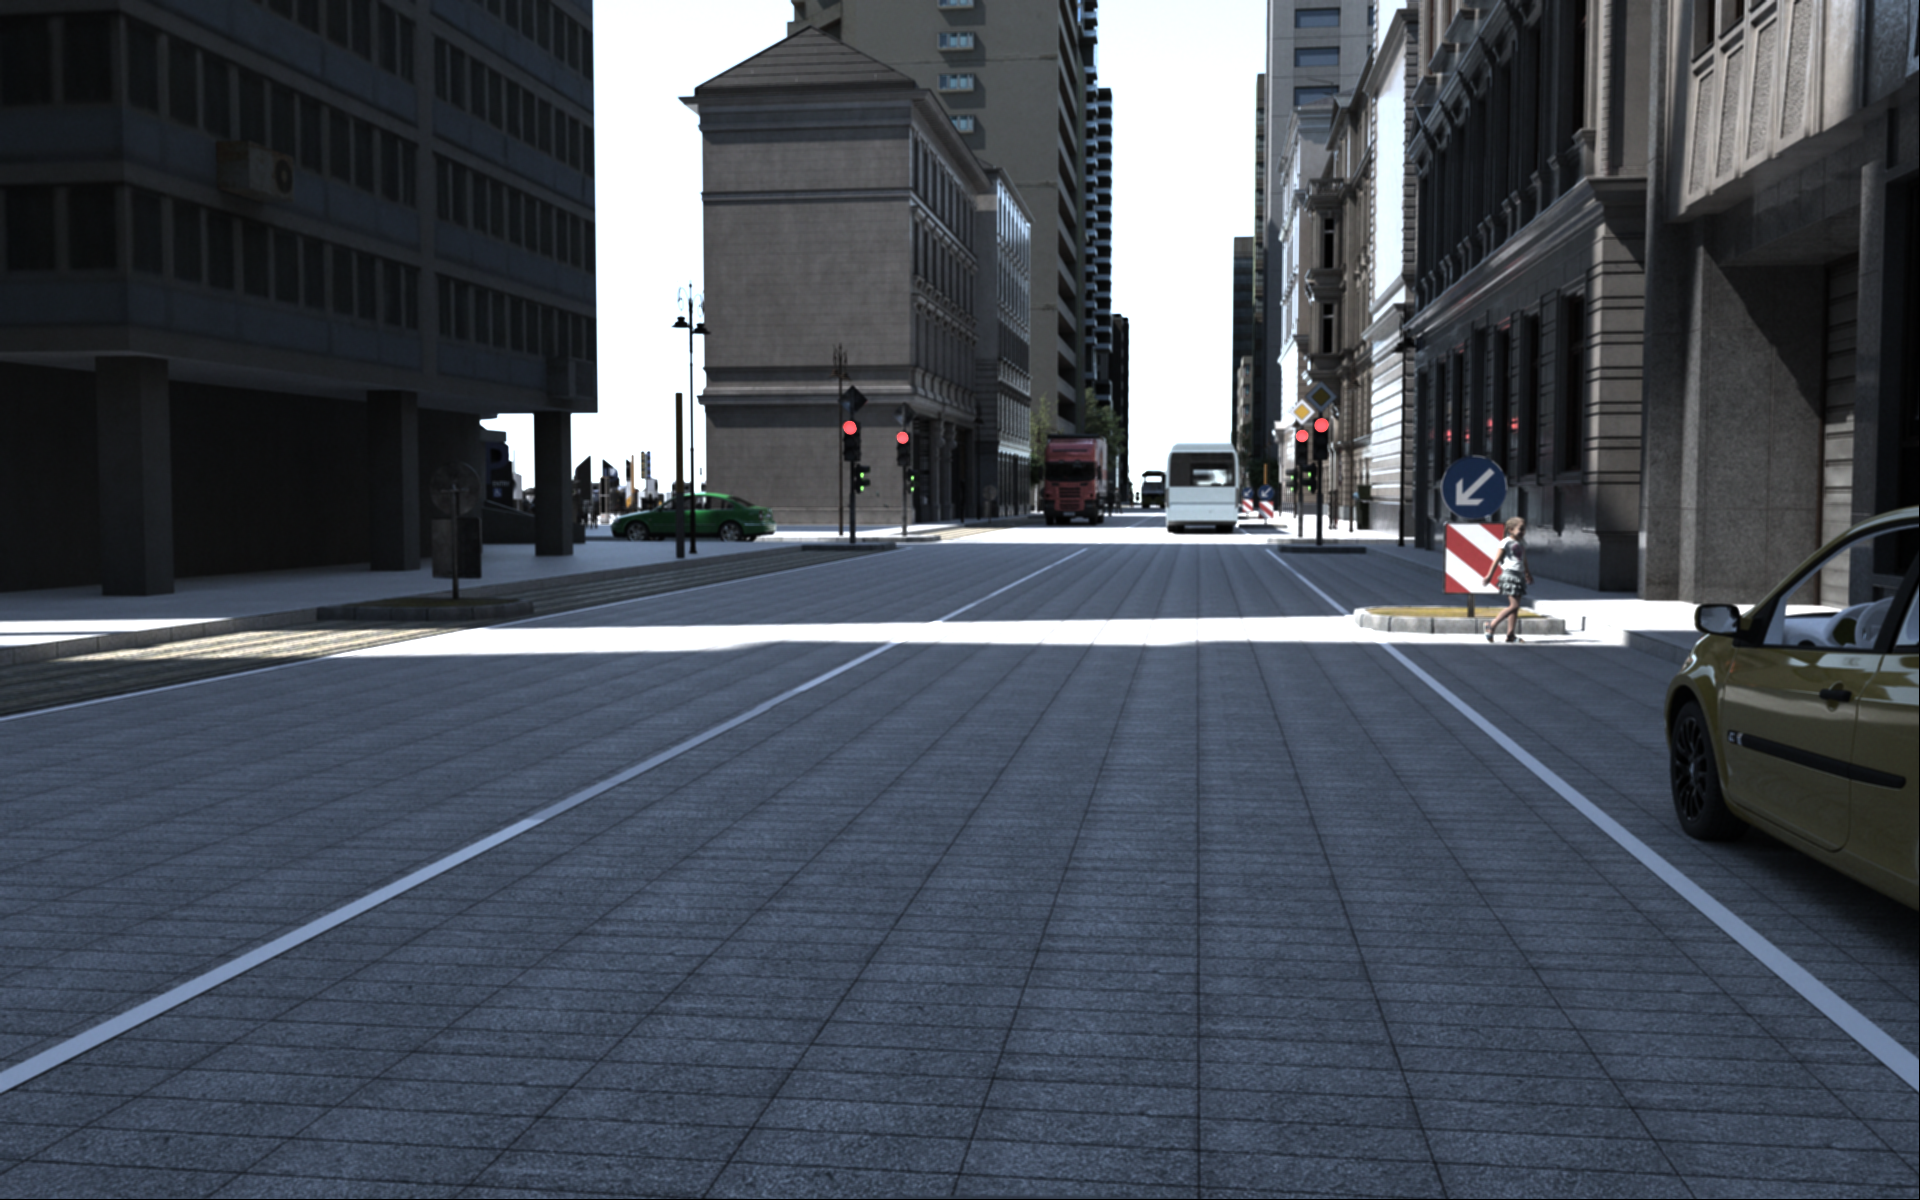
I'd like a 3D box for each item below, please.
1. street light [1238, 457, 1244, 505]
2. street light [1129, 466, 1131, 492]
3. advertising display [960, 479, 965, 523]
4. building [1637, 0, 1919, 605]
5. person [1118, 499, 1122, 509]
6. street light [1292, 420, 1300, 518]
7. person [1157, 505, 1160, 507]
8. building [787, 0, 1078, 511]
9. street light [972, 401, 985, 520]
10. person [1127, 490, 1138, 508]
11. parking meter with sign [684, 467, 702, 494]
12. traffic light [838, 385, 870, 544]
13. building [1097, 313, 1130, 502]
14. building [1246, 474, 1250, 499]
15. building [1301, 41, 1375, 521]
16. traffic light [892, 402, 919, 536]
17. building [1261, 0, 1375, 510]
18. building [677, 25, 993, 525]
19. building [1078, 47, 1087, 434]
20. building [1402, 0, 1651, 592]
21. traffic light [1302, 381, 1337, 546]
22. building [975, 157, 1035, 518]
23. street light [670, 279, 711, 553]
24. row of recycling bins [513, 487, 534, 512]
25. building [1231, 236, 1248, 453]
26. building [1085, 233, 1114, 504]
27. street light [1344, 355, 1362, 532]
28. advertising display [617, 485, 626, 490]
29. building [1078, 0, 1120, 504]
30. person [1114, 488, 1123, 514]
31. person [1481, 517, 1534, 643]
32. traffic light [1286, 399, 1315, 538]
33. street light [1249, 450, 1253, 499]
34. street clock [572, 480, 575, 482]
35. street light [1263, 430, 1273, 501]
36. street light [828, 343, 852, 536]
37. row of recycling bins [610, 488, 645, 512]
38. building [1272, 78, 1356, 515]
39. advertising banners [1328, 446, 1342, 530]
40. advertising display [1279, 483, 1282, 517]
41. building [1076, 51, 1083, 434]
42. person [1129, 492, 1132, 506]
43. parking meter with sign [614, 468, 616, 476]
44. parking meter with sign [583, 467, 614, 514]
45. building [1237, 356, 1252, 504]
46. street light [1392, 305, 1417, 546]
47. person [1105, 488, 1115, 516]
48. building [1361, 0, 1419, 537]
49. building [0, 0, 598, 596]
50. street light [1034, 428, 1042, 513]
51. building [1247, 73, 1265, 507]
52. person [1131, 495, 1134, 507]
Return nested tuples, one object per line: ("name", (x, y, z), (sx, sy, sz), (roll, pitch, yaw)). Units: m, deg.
("street light", (32.580, -13.921, 200.390), (0.468, 5.910, 1.993), (0, 4, 8))
("street light", (27.292, -18.710, 278.691), (0.468, 5.910, 1.993), (0, 4, 8))
("advertising display", (0.101, -4.366, 76.597), (0.123, 1.923, 0.974), (0, 4, -5))
("building", (12.866, -11.726, 9.741), (12.078, 24.808, 19.932), (0, 4, 8))
("person", (15.466, -9.566, 168.169), (0.557, 1.426, 1.065), (3, 4, 36))
("street light", (17.632, -7.231, 91.013), (0.468, 5.910, 1.993), (0, 4, 8))
("person", (22.618, -11.495, 197.153), (1.217, 1.736, 0.721), (0, 4, -8))
("building", (-1.971, -31.501, 138.736), (21.300, 48.544, 21.600), (0, 4, 8))
("street light", (0.934, -6.939, 86.245), (0.468, 5.910, 1.993), (0, 4, 8))
("person", (17.939, -10.529, 180.654), (1.348, 1.824, 0.705), (2, 4, 34))
("parking meter with sign", (-17.444, -7.029, 111.191), (1.738, 3.016, 0.543), (0, 4, 1))
("traffic light", (-2.759, -3.411, 44.690), (0.839, 4.253, 0.868), (0, 4, 8))
("building", (19.350, -30.656, 272.930), (14.160, 30.474, 14.107), (0, 4, 8))
("building", (41.972, -45.834, 187.643), (20.563, 71.187, 20.611), (0, 4, 8))
("building", (24.556, -16.349, 86.394), (14.460, 24.649, 34.723), (0, 4, 8))
("traffic light", (-1.673, -3.895, 52.601), (0.839, 4.253, 0.868), (0, 4, 8))
("building", (36.824, -37.128, 149.035), (21.231, 58.520, 28.212), (0, 4, 8))
("building", (-6.204, -13.575, 72.861), (10.553, 20.767, 40.483), (0, 4, 8))
("building", (4.982, -31.804, 170.108), (14.600, 45.320, 14.200), (0, 4, 8))
("building", (14.639, -11.921, 31.071), (11.583, 22.565, 21.152), (0, 4, 8))
("traffic light", (8.945, -3.314, 43.106), (0.839, 4.253, 0.868), (0, 4, 8))
("building", (-1.334, -15.451, 101.782), (9.793, 20.994, 18.267), (0, 4, 8))
("street light", (-5.799, -3.954, 37.444), (0.468, 5.910, 1.993), (0, 4, 8))
("row of recycling bins", (-26.643, -5.843, 102.640), (3.534, 1.692, 1.069), (-3, 4, -39))
("building", (50.174, -36.157, 274.768), (14.154, 41.232, 14.086), (0, 4, 8))
("building", (3.516, -32.547, 224.029), (32.217, 40.220, 23.993), (0, 4, 8))
("street light", (13.103, -5.202, 57.848), (0.468, 5.910, 1.993), (0, 4, 8))
("advertising display", (-24.465, -7.393, 126.085), (0.974, 1.923, 0.123), (0, 4, 5))
("building", (12.205, -57.276, 249.129), (22.319, 86.520, 31.000), (0, 4, 8))
("person", (11.392, -7.154, 124.837), (0.648, 1.900, 0.474), (2, 4, 27))
("person", (5.331, -0.199, 16.772), (0.505, 1.210, 0.382), (-3, 4, -38))
("traffic light", (10.031, -3.798, 51.017), (0.839, 4.253, 0.868), (0, 4, 8))
("street light", (27.930, -11.842, 166.401), (0.468, 5.910, 1.993), (0, 4, 8))
("street clock", (-23.949, -6.341, 108.242), (0.471, 2.002, 0.358), (-1, 4, -12))
("street light", (22.279, -9.300, 124.837), (0.468, 5.910, 1.993), (0, 4, 8))
("street light", (-3.660, -4.913, 53.119), (0.468, 5.910, 1.993), (0, 4, 8))
("row of recycling bins", (-23.318, -7.042, 122.250), (3.534, 1.692, 1.069), (-3, 5, -40))
("building", (27.980, -20.075, 114.136), (13.634, 28.700, 20.117), (0, 4, 8))
("advertising banners", (13.669, -4.085, 62.973), (0.090, 3.025, 2.074), (2, 4, 24))
("advertising display", (18.002, -5.634, 97.333), (0.123, 1.923, 0.974), (1, 4, 12))
("building", (3.513, -28.905, 156.185), (14.154, 41.232, 14.086), (0, 4, 8))
("person", (20.659, -12.182, 208.397), (0.721, 1.735, 1.217), (-2, 4, -26))
("parking meter with sign", (-23.883, -7.339, 116.247), (1.738, 3.016, 0.543), (2, 4, 33))
("parking meter with sign", (-23.652, -7.130, 112.835), (1.738, 3.016, 0.543), (0, 4, 2))
("building", (51.033, -23.510, 229.428), (27.650, 21.520, 28.899), (0, 4, 8))
("street light", (10.856, -4.259, 42.422), (0.468, 5.910, 1.993), (0, 4, 8))
("person", (9.800, -6.394, 112.817), (0.659, 1.850, 0.755), (1, 4, 12))
("building", (22.827, -13.769, 54.008), (19.941, 23.489, 11.050), (0, 4, 8))
("building", (-20.055, -20.755, 31.228), (23.993, 40.220, 32.217), (0, 4, 8))
("street light", (5.434, -8.973, 119.497), (0.468, 5.910, 1.993), (0, 4, 8))
("building", (35.996, -29.810, 170.982), (14.154, 41.232, 14.086), (0, 4, 8))
("person", (19.963, -11.649, 199.749), (0.721, 1.735, 1.217), (0, 4, -4))
